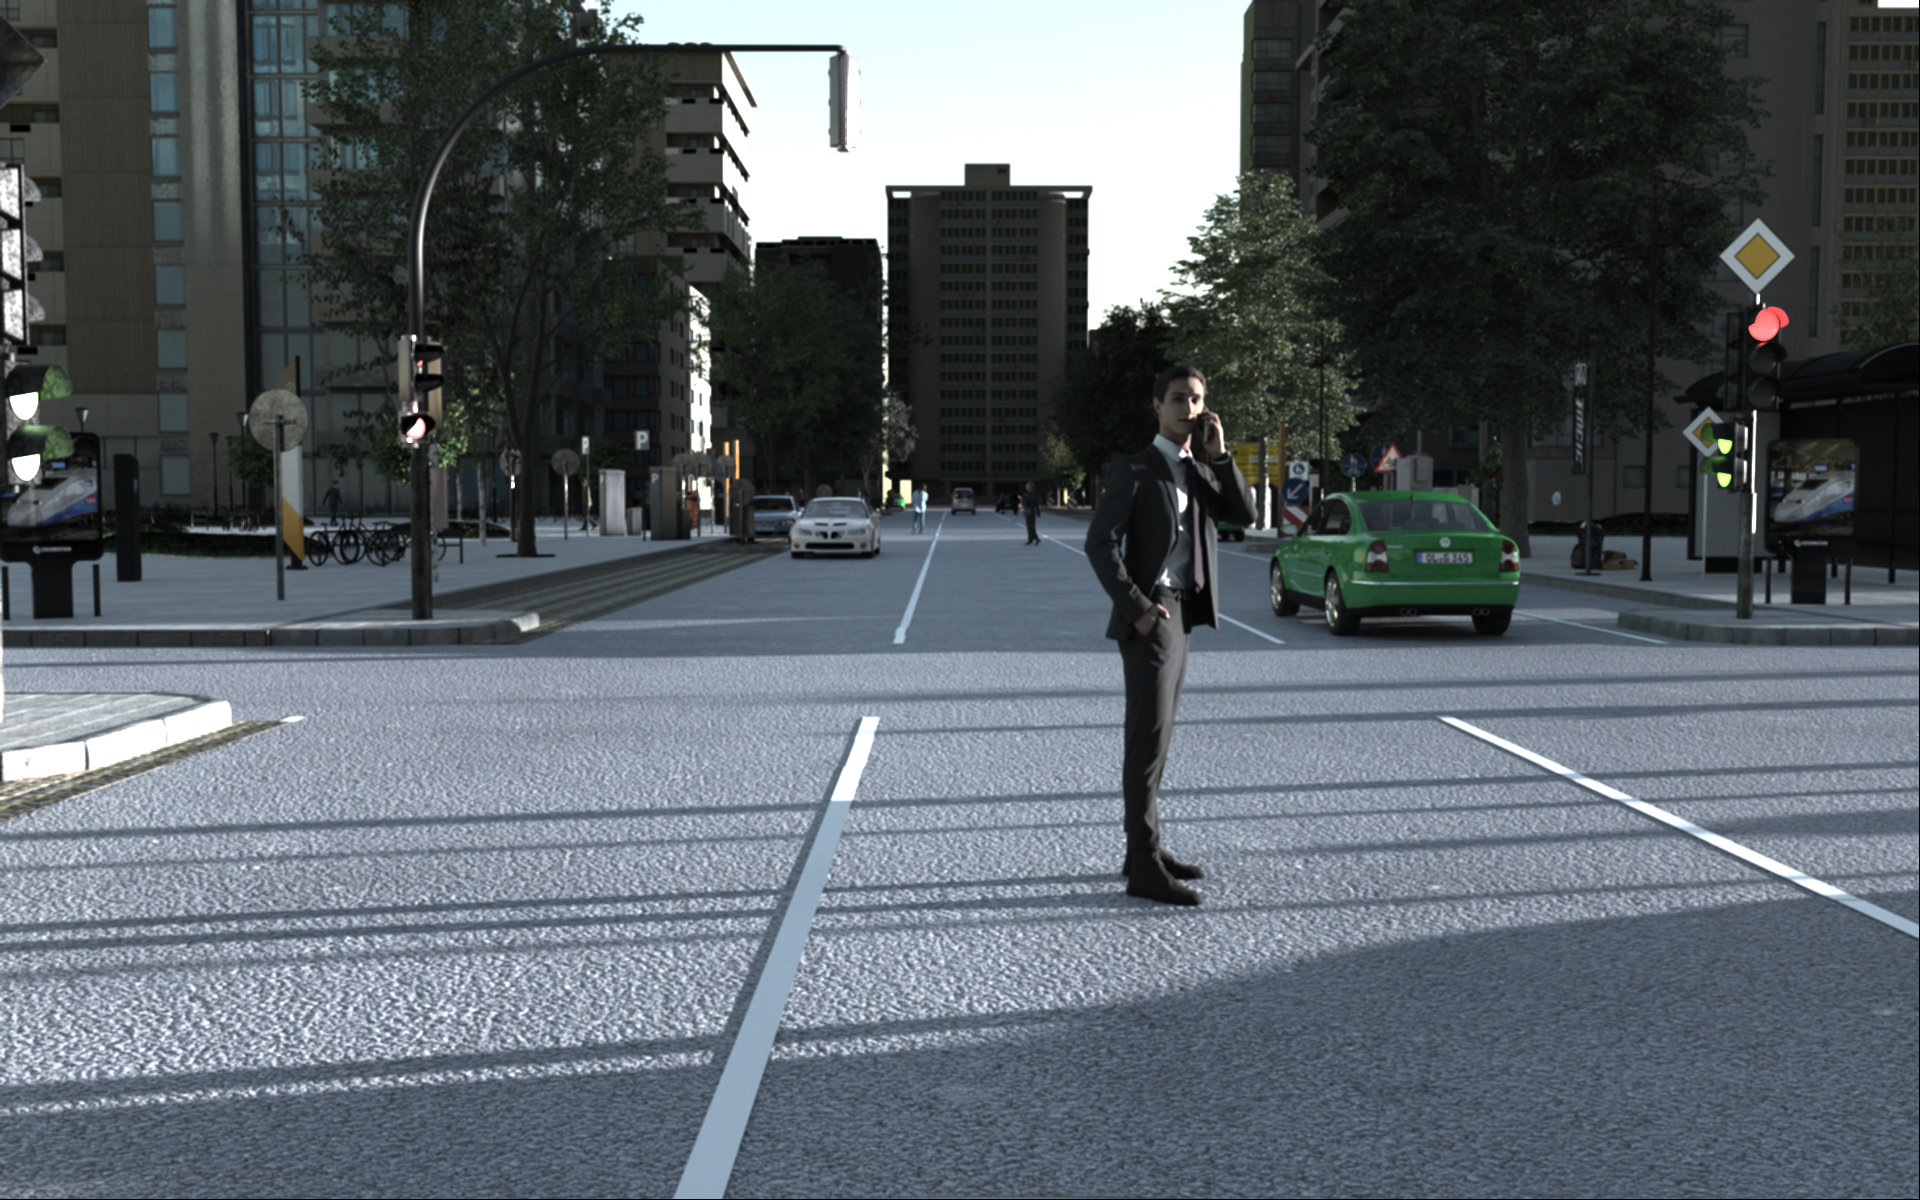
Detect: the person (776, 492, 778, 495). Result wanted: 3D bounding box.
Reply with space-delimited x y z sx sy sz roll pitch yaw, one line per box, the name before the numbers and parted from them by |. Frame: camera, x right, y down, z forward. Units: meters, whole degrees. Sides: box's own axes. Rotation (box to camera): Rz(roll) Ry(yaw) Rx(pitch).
person | -12.894 -6.987 120.277 1.348 1.824 0.705 3 5 44

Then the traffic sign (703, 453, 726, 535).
traffic sign | -7.820 -3.343 54.655 0.884 2.594 0.081 0 4 1

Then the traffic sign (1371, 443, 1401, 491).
traffic sign | 10.729 -2.667 43.704 0.768 2.556 0.104 0 4 1

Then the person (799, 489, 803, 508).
person | -14.389 -9.157 156.580 1.217 1.723 0.721 0 4 -2

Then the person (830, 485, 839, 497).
person | -7.971 -6.151 106.631 1.348 1.822 0.705 1 4 8

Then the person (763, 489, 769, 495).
person | -17.386 -9.142 156.234 1.217 1.735 0.721 1 4 19

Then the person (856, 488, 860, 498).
person | -9.401 -9.383 159.538 0.705 1.814 1.350 -1 4 -17

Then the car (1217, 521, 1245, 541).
car | 7.699 -2.748 53.728 1.959 1.807 4.718 0 4 0

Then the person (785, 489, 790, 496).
person | -13.845 -8.103 139.463 0.436 1.711 0.756 2 4 35

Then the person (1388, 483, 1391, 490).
person | 20.587 -4.653 82.397 0.573 1.790 0.520 -1 4 -23

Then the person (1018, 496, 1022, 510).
person | 5.298 -8.899 157.235 0.697 1.427 0.421 2 4 28

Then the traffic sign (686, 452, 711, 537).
traffic sign | -7.885 -3.187 52.221 0.768 2.556 0.104 1 4 9

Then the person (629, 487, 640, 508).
person | -21.727 -6.654 115.618 1.217 1.735 0.721 3 5 43

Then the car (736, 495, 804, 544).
car | -5.569 -2.396 51.177 2.014 1.417 4.499 0 4 -1

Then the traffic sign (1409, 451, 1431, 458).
traffic sign | 13.388 -3.088 50.594 0.768 2.556 0.104 0 4 7

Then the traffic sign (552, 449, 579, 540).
traffic sign | -11.071 -2.966 48.603 0.768 2.556 0.104 0 4 0

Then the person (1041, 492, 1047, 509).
person | 7.330 -8.561 149.938 0.593 1.643 0.415 -1 4 -21

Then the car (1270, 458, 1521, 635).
car | 4.616 -0.621 18.945 1.959 1.807 4.718 0 4 -2

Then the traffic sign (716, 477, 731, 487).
traffic sign | -11.513 -5.137 84.102 0.768 2.556 0.104 0 4 6

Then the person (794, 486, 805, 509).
person | -9.137 -5.743 100.646 1.217 1.736 0.721 0 4 2

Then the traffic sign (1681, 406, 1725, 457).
traffic sign | 11.173 -1.599 25.877 0.795 2.593 0.064 0 4 1

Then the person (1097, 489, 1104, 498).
person | 13.801 -9.803 167.055 1.217 1.736 0.721 1 4 21

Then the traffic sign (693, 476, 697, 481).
traffic sign | -10.869 -4.277 70.028 0.768 2.556 0.104 0 4 4

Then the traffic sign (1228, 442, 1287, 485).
traffic sign | 11.612 -4.514 67.681 2.265 3.308 0.079 0 4 7

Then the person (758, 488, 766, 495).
person | -16.724 -8.511 145.140 1.348 1.831 0.705 -1 4 -10

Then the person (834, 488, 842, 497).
person | -9.058 -7.445 128.486 0.721 1.743 1.217 -3 4 -37

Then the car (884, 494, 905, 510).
car | -6.044 -9.292 160.712 1.959 1.807 4.718 0 3 0

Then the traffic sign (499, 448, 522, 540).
traffic sign | -12.481 -2.945 48.255 0.768 2.556 0.104 1 4 10

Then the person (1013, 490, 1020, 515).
person | 3.913 -6.715 119.111 0.721 1.723 1.217 -1 4 -15

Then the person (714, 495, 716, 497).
person | -22.227 -9.404 160.627 1.217 1.723 0.721 0 4 -1

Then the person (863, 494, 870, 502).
person | -5.802 -5.681 104.565 0.799 1.438 0.628 0 4 5

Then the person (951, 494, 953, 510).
person | -0.501 -9.185 159.344 0.551 1.740 0.621 -2 4 -24

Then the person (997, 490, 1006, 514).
person | 2.990 -6.986 123.514 0.721 1.735 1.217 2 4 29

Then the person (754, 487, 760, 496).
person | -16.050 -7.946 135.977 0.705 1.823 1.348 3 5 45

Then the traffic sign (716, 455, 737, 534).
traffic sign | -7.605 -3.427 56.141 0.768 2.556 0.104 1 4 9

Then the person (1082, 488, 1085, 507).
person | 11.914 -9.850 167.073 0.705 1.826 1.348 1 4 8

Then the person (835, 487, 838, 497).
person | -9.845 -8.037 137.470 0.705 1.821 1.348 0 4 0

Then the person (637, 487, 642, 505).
person | -21.718 -6.767 117.390 0.721 1.736 1.217 2 4 30

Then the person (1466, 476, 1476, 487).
person | 14.662 -2.652 49.663 0.793 1.790 0.793 -2 4 -25

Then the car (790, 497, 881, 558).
car | -2.849 -1.705 40.244 2.083 1.381 4.827 0 4 0

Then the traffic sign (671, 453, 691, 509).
traffic sign | -8.573 -3.270 53.566 0.768 2.556 0.104 0 4 7

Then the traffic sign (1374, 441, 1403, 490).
traffic sign | 10.627 -2.607 42.630 0.884 2.594 0.081 1 4 9

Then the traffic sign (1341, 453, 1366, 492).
traffic sign | 12.238 -3.291 53.922 0.768 2.556 0.104 1 4 8

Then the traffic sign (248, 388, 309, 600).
traffic sign | -8.214 -1.270 20.872 0.768 2.556 0.104 0 4 7

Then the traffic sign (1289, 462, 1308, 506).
traffic sign | 10.559 -3.174 54.031 0.606 2.300 0.079 1 4 9

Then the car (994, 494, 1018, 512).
car | 3.690 -7.771 136.847 2.009 1.686 4.222 0 4 -1
